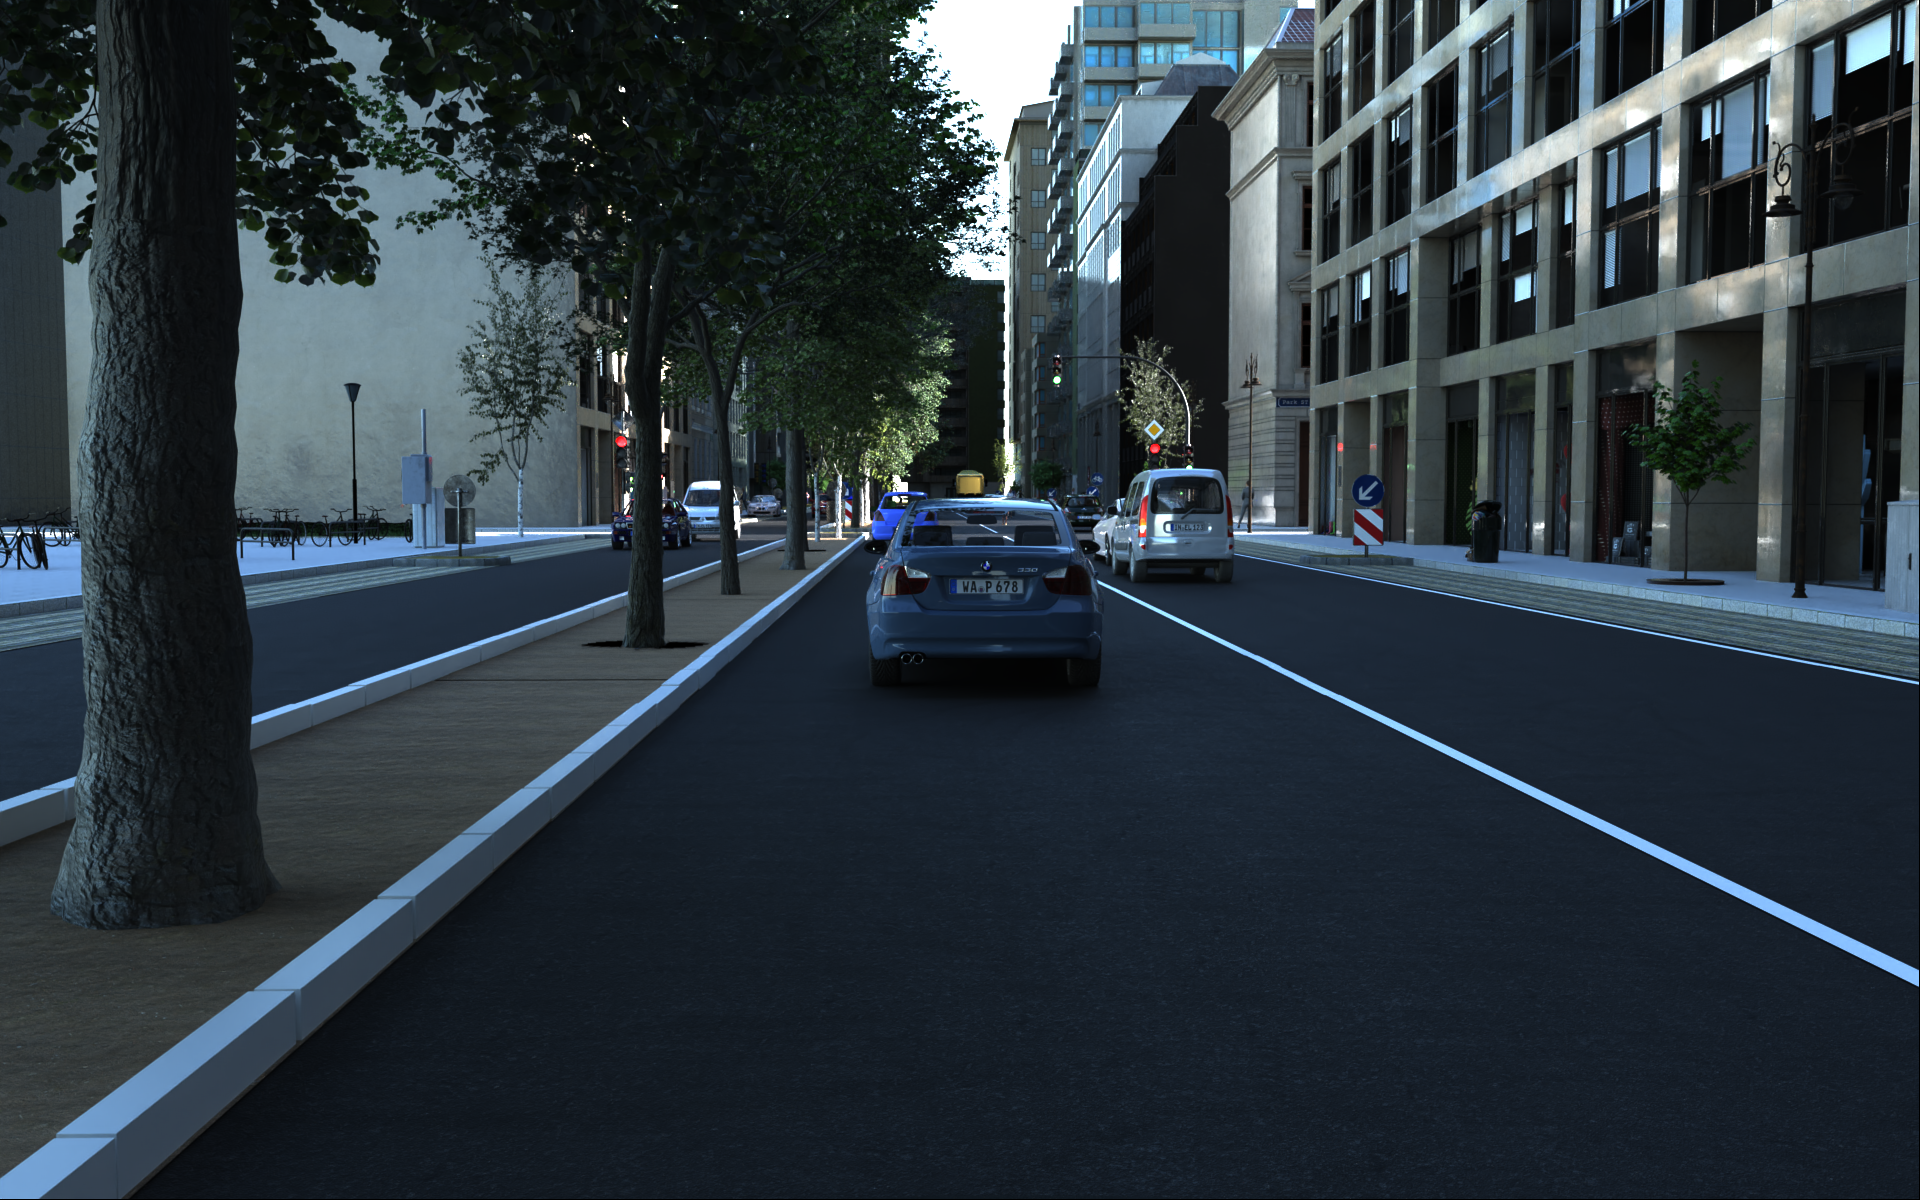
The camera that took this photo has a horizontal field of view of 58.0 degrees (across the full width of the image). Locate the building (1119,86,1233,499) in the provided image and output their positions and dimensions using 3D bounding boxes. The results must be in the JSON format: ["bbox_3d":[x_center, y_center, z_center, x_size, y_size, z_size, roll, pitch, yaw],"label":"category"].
[{"bbox_3d":[16.551,-16.687,102.514,12.332,23.373,15.834,0,4,-1],"label":"building"}]

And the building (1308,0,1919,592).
[{"bbox_3d":[21.144,-14.268,37.802,19.350,26.468,34.151,0,4,-1],"label":"building"}]

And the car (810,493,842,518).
[{"bbox_3d":[-8.103,-5.929,105.973,2.155,1.783,4.494,0,4,-2],"label":"car"}]

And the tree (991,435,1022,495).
[{"bbox_3d":[5.717,-16.377,218.131,4.737,8.622,4.395,0,3,0],"label":"tree"}]

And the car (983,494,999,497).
[{"bbox_3d":[2.512,-7.640,136.704,2.131,1.459,4.920,0,4,-1],"label":"car"}]

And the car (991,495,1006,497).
[{"bbox_3d":[2.675,-6.300,115.372,2.083,1.381,4.827,0,4,-1],"label":"car"}]

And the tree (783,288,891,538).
[{"bbox_3d":[-3.934,-6.297,55.779,4.360,8.622,3.978,0,3,0],"label":"tree"}]

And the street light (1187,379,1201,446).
[{"bbox_3d":[9.307,-5.909,69.399,0.468,5.910,1.993,0,4,-1],"label":"street light"}]

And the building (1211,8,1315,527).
[{"bbox_3d":[21.883,-14.418,71.889,21.152,22.565,11.583,0,4,-1],"label":"building"}]

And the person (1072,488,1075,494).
[{"bbox_3d":[8.143,-7.327,126.517,0.598,1.740,0.731,0,4,-4],"label":"person"}]

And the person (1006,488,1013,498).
[{"bbox_3d":[2.986,-5.801,103.573,0.478,1.798,0.641,0,4,-3],"label":"person"}]

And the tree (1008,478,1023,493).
[{"bbox_3d":[6.438,-12.905,205.600,1.663,3.219,1.824,0,3,0],"label":"tree"}]

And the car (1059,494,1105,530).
[{"bbox_3d":[4.606,-3.498,66.976,2.009,1.686,4.222,0,4,-2],"label":"car"}]

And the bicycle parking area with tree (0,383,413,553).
[{"bbox_3d":[-18.325,-3.552,45.076,8.231,4.147,9.016,1,4,21],"label":"bicycle parking area with tree"}]

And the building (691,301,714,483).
[{"bbox_3d":[-23.085,-19.839,110.278,13.634,28.700,20.117,0,4,-1],"label":"building"}]

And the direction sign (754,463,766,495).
[{"bbox_3d":[-14.543,-8.202,126.100,0.876,3.537,0.379,0,4,-3],"label":"direction sign"}]

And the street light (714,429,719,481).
[{"bbox_3d":[-14.127,-7.863,101.344,0.468,5.910,1.993,0,4,-1],"label":"street light"}]

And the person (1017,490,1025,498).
[{"bbox_3d":[7.095,-11.997,202.908,1.217,1.735,0.721,-3,4,-37],"label":"person"}]

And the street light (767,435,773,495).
[{"bbox_3d":[-15.028,-10.033,136.823,0.468,5.910,1.993,0,4,-1],"label":"street light"}]

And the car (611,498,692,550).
[{"bbox_3d":[-8.171,-2.045,46.010,1.945,1.354,3.894,0,4,-2],"label":"car"}]

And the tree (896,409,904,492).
[{"bbox_3d":[-4.362,-7.615,77.322,4.737,8.622,4.395,0,3,0],"label":"tree"}]

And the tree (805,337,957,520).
[{"bbox_3d":[-4.918,-10.699,94.388,9.611,12.733,9.660,0,3,0],"label":"tree"}]

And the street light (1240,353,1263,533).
[{"bbox_3d":[9.538,-5.140,56.823,0.468,5.910,1.993,0,4,-1],"label":"street light"}]

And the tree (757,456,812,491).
[{"bbox_3d":[-15.402,-9.890,145.422,4.285,4.588,4.351,0,3,0],"label":"tree"}]

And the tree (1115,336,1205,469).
[{"bbox_3d":[9.045,-7.953,80.387,4.360,8.622,3.978,0,3,0],"label":"tree"}]

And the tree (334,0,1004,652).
[{"bbox_3d":[-2.830,-5.352,15.722,9.928,11.665,9.643,0,3,0],"label":"tree"}]

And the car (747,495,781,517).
[{"bbox_3d":[-12.198,-5.850,108.009,2.083,1.381,4.827,0,4,-2],"label":"car"}]

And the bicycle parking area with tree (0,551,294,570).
[{"bbox_3d":[-17.547,-2.788,32.578,8.231,4.147,9.016,-3,5,-41],"label":"bicycle parking area with tree"}]

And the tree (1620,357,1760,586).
[{"bbox_3d":[10.484,-1.835,24.602,1.663,3.219,1.824,0,3,0],"label":"tree"}]

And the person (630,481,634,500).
[{"bbox_3d":[-13.132,-3.921,70.166,0.620,1.820,0.660,-1,4,-18],"label":"person"}]

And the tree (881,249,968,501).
[{"bbox_3d":[-6.309,-15.713,115.260,12.611,20.169,13.585,0,3,0],"label":"tree"}]

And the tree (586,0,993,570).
[{"bbox_3d":[-3.242,-6.860,32.743,7.486,12.596,7.792,0,3,0],"label":"tree"}]

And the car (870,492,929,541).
[{"bbox_3d":[-1.414,-2.196,45.495,1.945,1.707,3.694,0,4,-1],"label":"car"}]

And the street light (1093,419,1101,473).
[{"bbox_3d":[8.276,-8.066,104.667,0.468,5.910,1.993,0,4,-1],"label":"street light"}]

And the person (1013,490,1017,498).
[{"bbox_3d":[6.101,-11.310,191.632,0.621,1.740,0.551,-1,4,-17],"label":"person"}]

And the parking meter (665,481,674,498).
[{"bbox_3d":[-13.284,-4.491,79.131,0.399,1.863,0.255,3,4,36],"label":"parking meter"}]

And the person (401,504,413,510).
[{"bbox_3d":[-17.287,-2.981,55.049,0.850,1.792,0.678,1,4,13],"label":"person"}]

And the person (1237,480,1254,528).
[{"bbox_3d":[10.733,-3.590,65.012,0.520,1.790,0.573,-1,4,-21],"label":"person"}]

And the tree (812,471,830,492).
[{"bbox_3d":[-17.487,-14.225,216.293,4.285,4.588,4.351,0,3,0],"label":"tree"}]

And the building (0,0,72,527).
[{"bbox_3d":[-47.609,-15.480,71.116,19.932,24.808,12.078,0,4,-1],"label":"building"}]

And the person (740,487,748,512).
[{"bbox_3d":[-15.207,-7.093,122.196,0.709,1.800,0.728,2,4,29],"label":"person"}]

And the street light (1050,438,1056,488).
[{"bbox_3d":[7.524,-10.224,139.943,0.468,5.910,1.993,0,4,-1],"label":"street light"}]

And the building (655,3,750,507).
[{"bbox_3d":[-29.618,-51.398,153.036,22.319,86.520,31.000,0,4,-1],"label":"building"}]

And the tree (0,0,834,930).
[{"bbox_3d":[-2.772,-5.906,5.676,9.857,13.997,8.962,0,3,0],"label":"tree"}]

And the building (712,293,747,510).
[{"bbox_3d":[-21.964,-16.775,129.022,10.420,20.320,16.860,0,4,-1],"label":"building"}]

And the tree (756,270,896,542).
[{"bbox_3d":[-4.197,-6.013,51.132,4.737,8.622,4.395,0,3,0],"label":"tree"}]

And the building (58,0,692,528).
[{"bbox_3d":[-24.668,-16.995,82.380,19.350,26.468,34.151,0,4,-1],"label":"building"}]

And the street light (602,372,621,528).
[{"bbox_3d":[-13.183,-5.676,65.595,0.468,5.910,1.993,0,4,-1],"label":"street light"}]

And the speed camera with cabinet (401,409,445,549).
[{"bbox_3d":[-12.724,-2.857,41.046,0.660,3.252,2.038,0,4,-5],"label":"speed camera with cabinet"}]

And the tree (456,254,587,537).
[{"bbox_3d":[-13.109,-6.185,51.481,4.360,8.622,3.978,0,3,0],"label":"tree"}]

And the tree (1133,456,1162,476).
[{"bbox_3d":[9.310,-5.581,85.859,1.663,3.219,1.824,0,3,0],"label":"tree"}]

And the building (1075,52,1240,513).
[{"bbox_3d":[15.243,-21.263,125.139,11.434,29.767,29.804,0,4,-1],"label":"building"}]

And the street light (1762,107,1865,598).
[{"bbox_3d":[10.388,-2.964,21.247,0.468,5.910,1.993,0,4,-1],"label":"street light"}]

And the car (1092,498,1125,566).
[{"bbox_3d":[3.832,-1.450,36.066,2.083,1.381,4.827,0,4,-1],"label":"car"}]

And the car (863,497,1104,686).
[{"bbox_3d":[0.186,-0.137,14.242,2.014,1.417,4.499,0,3,0],"label":"car"}]

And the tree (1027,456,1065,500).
[{"bbox_3d":[7.396,-10.104,148.909,4.285,4.588,4.351,0,3,0],"label":"tree"}]

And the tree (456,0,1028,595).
[{"bbox_3d":[-3.237,-5.365,24.595,8.767,10.594,7.601,0,4,-1],"label":"tree"}]

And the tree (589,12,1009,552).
[{"bbox_3d":[-3.902,-7.933,42.530,12.009,13.543,11.850,0,3,0],"label":"tree"}]

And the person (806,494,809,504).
[{"bbox_3d":[-19.437,-12.827,219.151,0.436,1.711,0.756,-3,5,-42],"label":"person"}]
